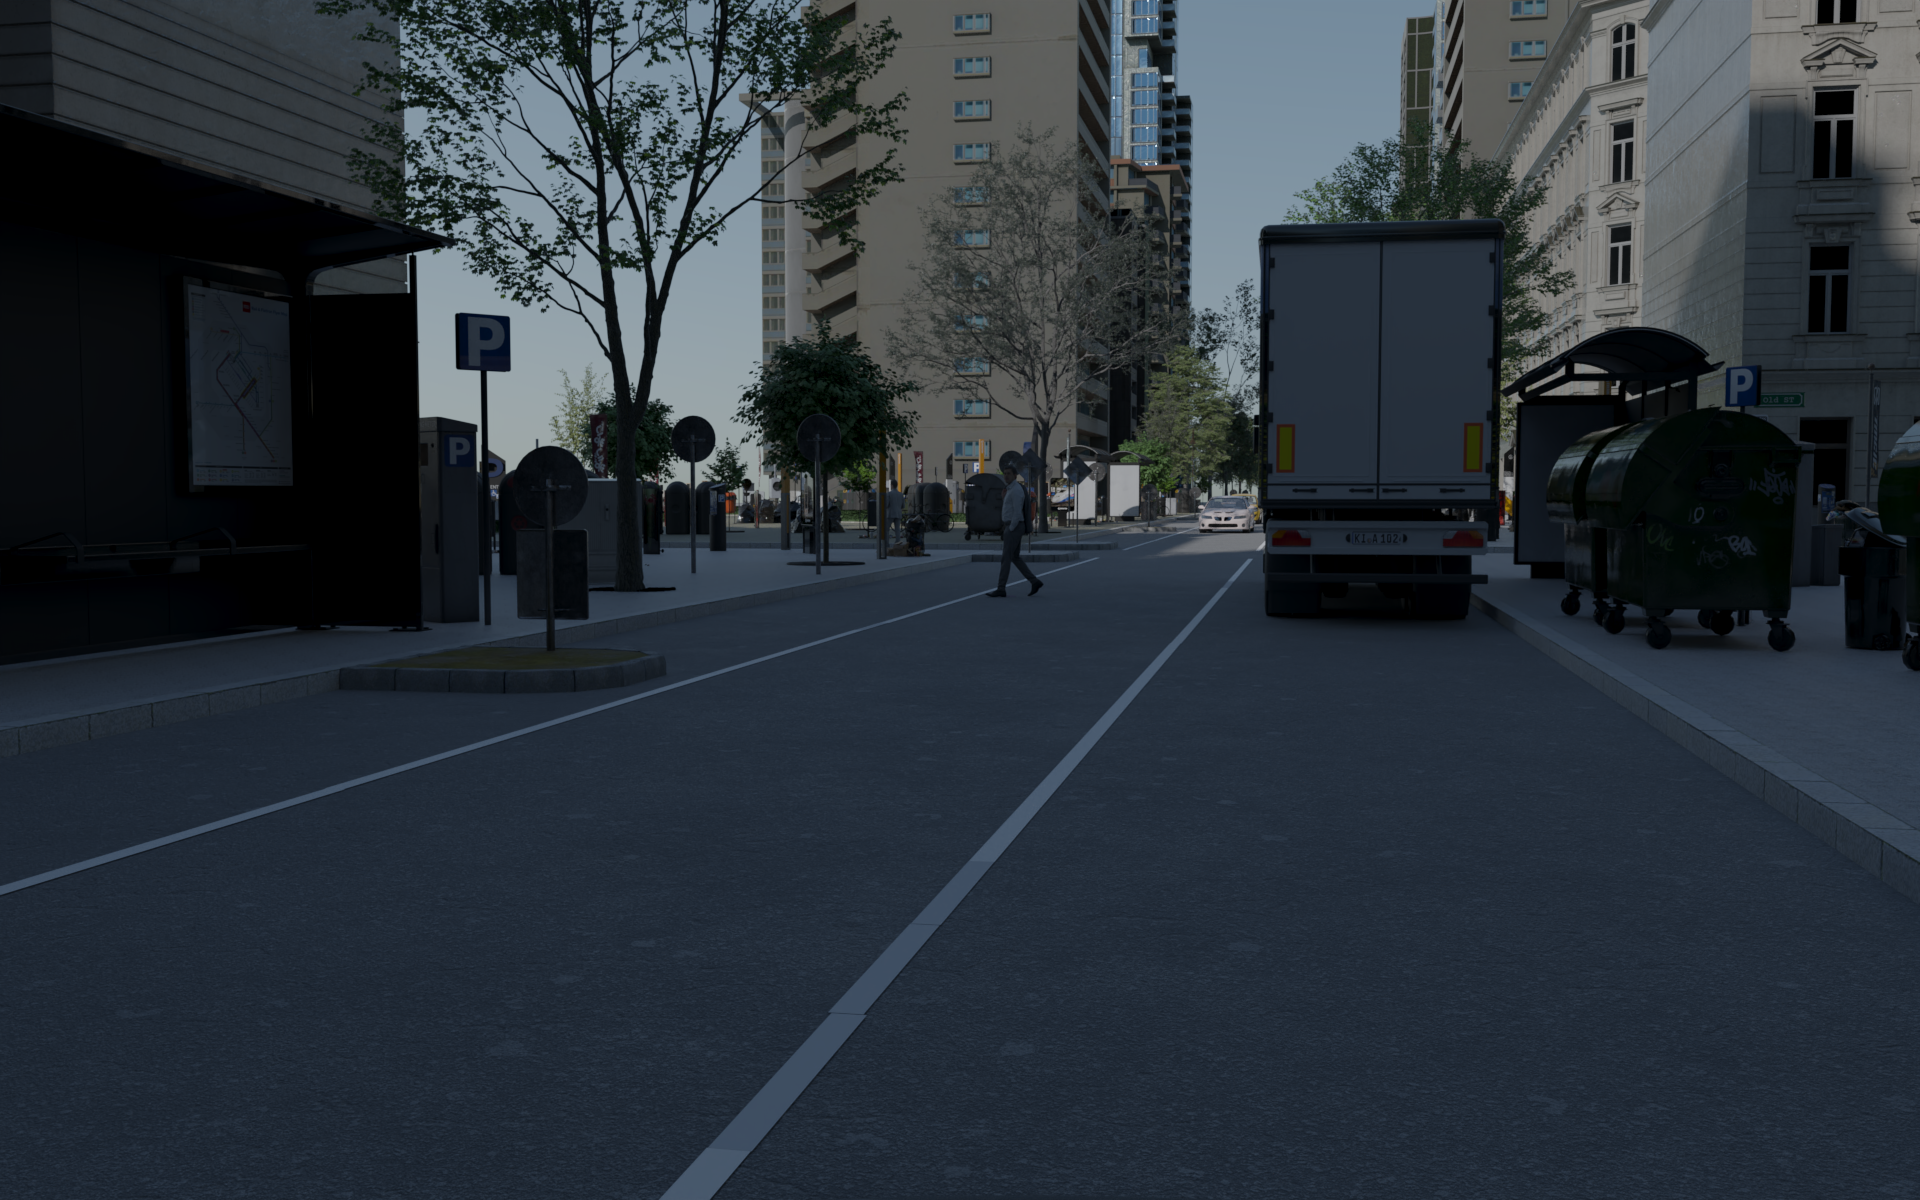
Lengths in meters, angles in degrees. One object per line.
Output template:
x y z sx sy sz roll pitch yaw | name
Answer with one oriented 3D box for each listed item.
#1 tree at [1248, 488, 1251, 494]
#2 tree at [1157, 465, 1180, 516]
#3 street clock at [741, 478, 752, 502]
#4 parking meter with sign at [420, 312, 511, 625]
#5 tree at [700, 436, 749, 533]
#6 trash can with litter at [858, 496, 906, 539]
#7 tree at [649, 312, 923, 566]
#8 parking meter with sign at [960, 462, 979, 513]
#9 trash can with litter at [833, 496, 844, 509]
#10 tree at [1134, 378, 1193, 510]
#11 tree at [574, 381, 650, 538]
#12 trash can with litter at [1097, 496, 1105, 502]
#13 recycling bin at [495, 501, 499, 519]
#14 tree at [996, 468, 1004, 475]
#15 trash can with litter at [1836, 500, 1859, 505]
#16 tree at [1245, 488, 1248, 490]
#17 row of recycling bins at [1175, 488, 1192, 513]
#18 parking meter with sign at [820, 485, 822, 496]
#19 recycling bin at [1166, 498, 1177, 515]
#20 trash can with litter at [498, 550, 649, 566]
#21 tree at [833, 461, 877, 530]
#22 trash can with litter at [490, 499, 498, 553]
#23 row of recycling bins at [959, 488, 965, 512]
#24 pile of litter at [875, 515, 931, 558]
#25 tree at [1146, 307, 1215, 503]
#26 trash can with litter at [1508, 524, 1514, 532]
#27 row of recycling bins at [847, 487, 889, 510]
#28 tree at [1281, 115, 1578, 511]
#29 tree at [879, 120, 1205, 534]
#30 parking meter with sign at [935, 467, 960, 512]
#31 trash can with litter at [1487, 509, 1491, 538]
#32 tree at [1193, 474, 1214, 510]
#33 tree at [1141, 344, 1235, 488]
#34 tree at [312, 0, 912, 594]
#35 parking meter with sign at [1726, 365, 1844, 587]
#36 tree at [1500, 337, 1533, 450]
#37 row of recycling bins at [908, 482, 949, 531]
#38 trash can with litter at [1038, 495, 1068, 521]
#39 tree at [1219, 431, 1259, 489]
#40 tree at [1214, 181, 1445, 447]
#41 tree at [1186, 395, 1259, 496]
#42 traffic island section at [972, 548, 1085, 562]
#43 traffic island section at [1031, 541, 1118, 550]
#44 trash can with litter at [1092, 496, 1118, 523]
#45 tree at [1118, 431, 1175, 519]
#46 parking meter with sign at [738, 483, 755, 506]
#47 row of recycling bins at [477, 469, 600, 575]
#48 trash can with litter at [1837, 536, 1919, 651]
43.107 -18.818 258.041 4.360 8.622 3.978 0 3 0 | tree
11.995 -6.569 102.011 1.663 3.219 1.824 0 3 0 | tree
-9.791 -4.583 79.508 0.471 2.002 0.358 -1 4 -12 | street clock
-5.188 -1.297 17.467 0.543 3.016 1.738 -3 5 -43 | parking meter with sign
-7.877 -3.879 58.024 1.663 3.219 1.824 0 3 0 | tree
-2.099 -2.405 50.372 2.233 1.210 1.678 -3 5 -41 | trash can with litter
-2.516 -2.924 31.525 4.285 4.588 4.351 0 3 0 | tree
0.683 -5.997 94.310 0.543 3.016 1.738 1 4 20 | parking meter with sign
-6.670 -5.316 98.299 1.055 1.170 0.624 2 4 29 | trash can with litter
12.818 -9.789 110.406 4.360 8.622 3.978 0 3 0 | tree
-9.518 -4.083 50.466 4.285 4.588 4.351 0 3 0 | tree
9.078 -6.221 113.104 0.624 1.170 1.055 -2 4 -25 | trash can with litter
-16.826 -3.011 61.790 0.722 1.027 0.722 3 5 43 | recycling bin
2.789 -7.216 112.575 1.663 3.219 1.824 0 3 0 | tree
16.736 -1.277 32.259 1.055 1.170 0.624 -1 4 -22 | trash can with litter
45.575 -19.598 270.780 4.737 8.622 4.395 0 3 0 | tree
15.303 -6.805 118.378 1.069 1.692 3.534 0 4 2 | row of recycling bins
-6.662 -5.148 80.436 0.543 3.016 1.738 1 4 15 | parking meter with sign
13.015 -5.809 107.533 0.722 1.027 0.722 -1 4 -10 | recycling bin
-6.782 -1.215 30.916 2.233 1.210 1.678 2 4 32 | trash can with litter
-3.589 -4.109 61.791 1.663 3.219 1.824 0 3 0 | tree
-10.110 -1.633 37.758 2.233 1.210 1.678 2 4 24 | trash can with litter
1.047 -6.733 117.191 3.534 1.692 1.069 -2 4 -28 | row of recycling bins
-1.166 -1.339 35.863 1.176 0.858 1.719 0 4 5 | pile of litter
22.969 -18.164 152.867 12.611 20.169 13.585 0 3 0 | tree
18.855 -2.879 58.460 0.624 1.170 1.055 -1 4 -14 | trash can with litter
-5.278 -6.050 106.034 1.069 1.692 3.534 2 4 33 | row of recycling bins
13.150 -7.533 48.927 9.928 11.665 9.643 0 3 0 | tree
2.724 -8.942 56.569 12.009 13.543 11.850 0 3 0 | tree
-0.448 -6.341 99.929 1.738 3.016 0.543 2 4 24 | parking meter with sign
15.086 -2.369 50.127 0.624 1.170 1.055 -1 4 -17 | trash can with litter
20.164 -9.144 144.104 1.663 3.219 1.824 0 3 0 | tree
17.334 -13.045 131.418 7.486 12.596 7.792 0 3 0 | tree
-4.285 -5.930 22.707 9.928 11.665 9.643 0 3 0 | tree
11.430 -1.694 23.957 1.738 3.016 0.543 -1 4 -22 | parking meter with sign
23.172 -7.690 76.095 4.737 8.622 4.395 0 3 0 | tree
-1.183 -3.347 61.836 1.069 1.692 3.534 -1 4 -13 | row of recycling bins
4.189 -4.722 88.264 2.233 1.210 1.678 -2 4 -25 | trash can with litter
33.898 -17.113 214.203 8.767 10.594 7.601 2 4 30 | tree
24.154 -15.316 106.305 12.611 20.169 13.585 0 3 0 | tree
29.841 -16.957 194.256 9.611 12.733 9.660 0 3 0 | tree
1.494 -0.949 37.801 2.009 0.180 2.903 1 4 11 | traffic island section
3.067 -1.428 45.631 2.009 0.180 2.903 1 4 11 | traffic island section
6.347 -4.140 78.739 1.678 1.210 2.233 2 4 26 | trash can with litter
9.665 -6.510 90.157 4.285 4.588 4.351 0 3 0 | tree
-13.275 -6.889 108.904 0.543 3.016 1.738 3 5 41 | parking meter with sign
-7.441 -1.252 27.585 3.534 1.692 1.069 -1 4 -13 | row of recycling bins
7.784 -0.172 14.194 0.624 1.170 1.055 -3 4 -37 | trash can with litter
